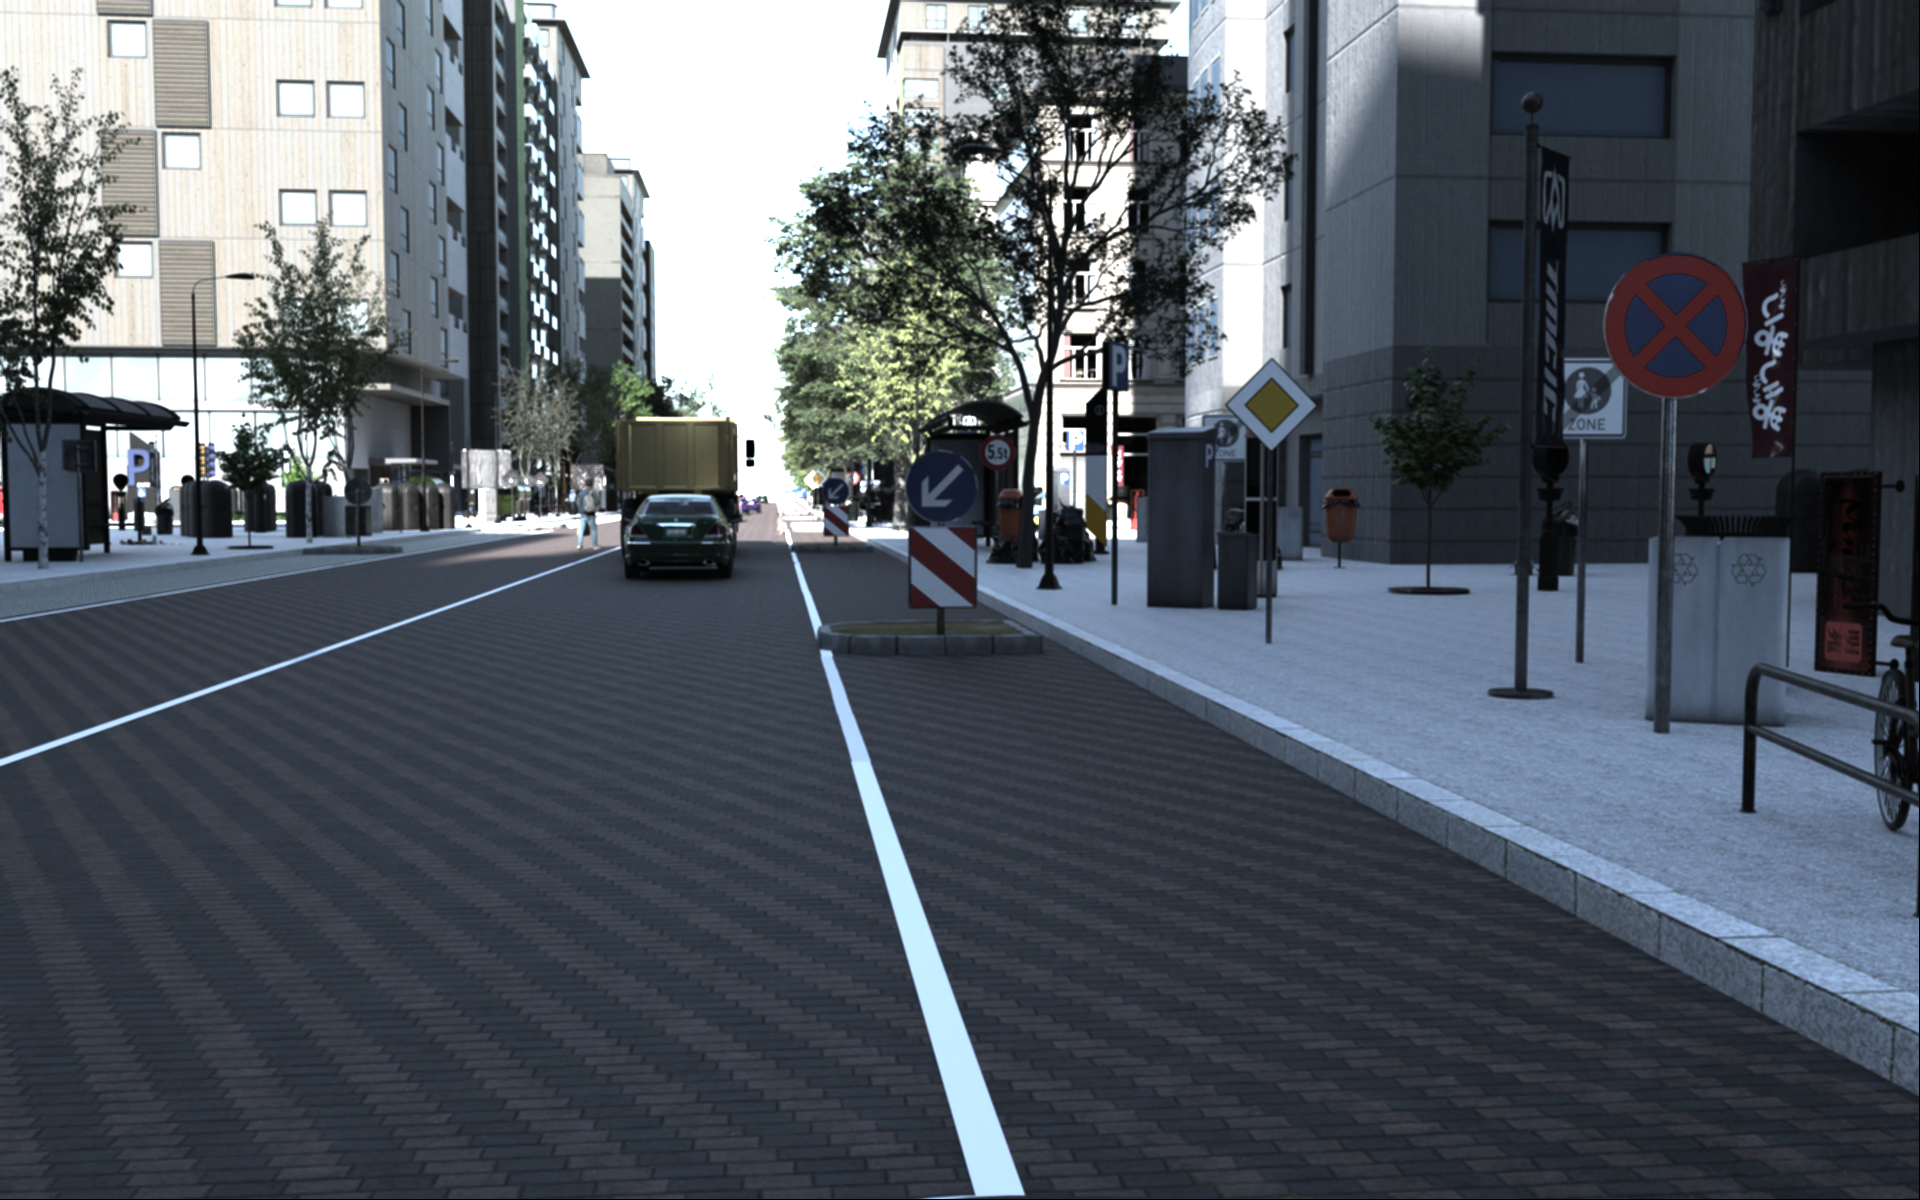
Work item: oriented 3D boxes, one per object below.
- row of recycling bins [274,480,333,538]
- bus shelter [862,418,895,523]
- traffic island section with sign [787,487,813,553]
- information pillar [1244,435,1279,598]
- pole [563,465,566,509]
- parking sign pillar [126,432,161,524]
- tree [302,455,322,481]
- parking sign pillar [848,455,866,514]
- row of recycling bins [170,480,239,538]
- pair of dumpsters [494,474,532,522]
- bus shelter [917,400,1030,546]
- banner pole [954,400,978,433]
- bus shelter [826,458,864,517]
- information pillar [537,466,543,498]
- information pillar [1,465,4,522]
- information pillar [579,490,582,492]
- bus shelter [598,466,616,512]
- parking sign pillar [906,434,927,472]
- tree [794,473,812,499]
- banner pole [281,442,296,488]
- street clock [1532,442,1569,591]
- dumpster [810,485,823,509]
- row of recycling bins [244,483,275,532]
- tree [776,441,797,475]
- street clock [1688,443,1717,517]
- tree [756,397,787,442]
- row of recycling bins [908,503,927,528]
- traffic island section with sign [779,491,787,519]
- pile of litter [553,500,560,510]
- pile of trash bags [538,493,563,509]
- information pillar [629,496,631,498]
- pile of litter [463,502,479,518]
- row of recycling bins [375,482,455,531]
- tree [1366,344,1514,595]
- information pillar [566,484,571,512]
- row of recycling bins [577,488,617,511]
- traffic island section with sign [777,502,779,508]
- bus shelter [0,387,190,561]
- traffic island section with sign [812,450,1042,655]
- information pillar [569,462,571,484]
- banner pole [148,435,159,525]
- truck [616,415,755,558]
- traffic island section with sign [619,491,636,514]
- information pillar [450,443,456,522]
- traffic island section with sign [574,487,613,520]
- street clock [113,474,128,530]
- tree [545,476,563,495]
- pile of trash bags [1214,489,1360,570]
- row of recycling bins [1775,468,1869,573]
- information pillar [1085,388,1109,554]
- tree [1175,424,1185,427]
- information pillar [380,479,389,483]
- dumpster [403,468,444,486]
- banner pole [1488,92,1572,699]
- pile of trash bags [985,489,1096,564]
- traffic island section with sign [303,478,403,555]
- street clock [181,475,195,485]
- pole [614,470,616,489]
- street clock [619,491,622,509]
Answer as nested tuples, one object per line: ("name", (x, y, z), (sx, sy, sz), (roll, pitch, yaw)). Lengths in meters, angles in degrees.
("row of recycling bins", (-19.864, -2.794, 52.798), (1.069, 1.692, 3.534), (-1, 4, -10))
("bus shelter", (-3.413, -6.320, 80.970), (2.179, 5.291, 8.768), (0, 4, -6))
("traffic island section with sign", (-3.231, -2.115, 43.211), (1.989, 1.847, 2.006), (0, 4, -6))
("information pillar", (3.745, -1.043, 21.541), (0.304, 2.012, 0.304), (-3, 4, -38))
("pole", (-27.535, -7.750, 120.560), (0.158, 3.312, 0.155), (0, 3, 0))
("parking sign pillar", (-35.275, -5.283, 74.845), (1.447, 3.967, 1.447), (0, 4, 6))
("tree", (-28.679, -4.913, 74.932), (1.663, 3.219, 1.824), (0, 3, 0))
("parking sign pillar", (-6.672, -7.475, 110.687), (1.447, 3.967, 1.447), (3, 5, 44))
("row of recycling bins", (-22.769, -2.755, 52.163), (1.069, 1.692, 3.534), (-2, 4, -35))
("pair of dumpsters", (-21.443, -4.886, 82.384), (1.574, 2.255, 4.437), (0, 4, -6))
("bus shelter", (0.245, -2.822, 40.058), (2.014, 3.302, 5.546), (0, 4, -6))
("banner pole", (0.111, -3.429, 46.081), (0.863, 3.779, 0.401), (-2, 4, -24))
("bus shelter", (-6.677, -6.503, 100.248), (2.014, 3.302, 5.546), (0, 4, -6))
("information pillar", (-34.189, -9.158, 141.088), (0.504, 3.616, 0.183), (-1, 4, -19))
("information pillar", (-23.724, -2.375, 43.327), (0.304, 2.012, 0.304), (3, 4, 38))
("information pillar", (-32.592, -8.800, 148.371), (0.304, 2.012, 0.304), (3, 4, 37))
("bus shelter", (-25.754, -7.928, 123.538), (2.014, 3.302, 5.546), (0, 4, -6))
("parking sign pillar", (-1.583, -4.801, 66.965), (1.447, 3.967, 1.447), (1, 4, 15))
("tree", (-21.024, -15.525, 237.554), (4.285, 4.588, 4.351), (0, 3, 0))
("banner pole", (-32.487, -5.748, 83.990), (0.863, 3.779, 0.401), (-1, 4, -8))
("street clock", (7.816, -1.125, 22.966), (0.471, 2.002, 0.358), (-2, 4, -33))
("dumpster", (-12.151, -8.957, 148.932), (1.502, 2.255, 1.985), (0, 4, -6))
("row of recycling bins", (-24.479, -3.272, 60.607), (1.069, 1.692, 3.534), (-1, 4, -20))
("tree", (-27.016, -23.441, 293.636), (12.009, 13.543, 11.850), (0, 3, 0))
("street clock", (10.527, -1.225, 24.604), (0.358, 2.002, 0.471), (3, 5, 45))
("tree", (-25.559, -25.373, 270.742), (12.611, 20.169, 13.585), (0, 3, 0))
("row of recycling bins", (-0.809, -2.546, 48.741), (1.069, 1.692, 3.534), (1, 4, 10))
("traffic island section with sign", (-9.157, -5.496, 98.486), (1.989, 1.847, 2.006), (0, 4, -6))
("pile of litter", (-32.227, -7.634, 138.781), (1.719, 0.858, 1.176), (1, 4, 16))
("pile of trash bags", (-31.353, -7.398, 130.717), (3.447, 1.369, 1.912), (0, 4, 2))
("information pillar", (-27.848, -9.499, 146.655), (0.183, 3.616, 0.504), (-3, 5, -43))
("pile of litter", (-25.756, -4.785, 92.200), (1.176, 0.858, 1.719), (3, 5, 41))
("row of recycling bins", (-19.476, -3.360, 62.050), (1.069, 1.692, 3.534), (2, 4, 28))
("tree", (6.034, -1.710, 22.560), (1.663, 3.219, 1.824), (0, 3, 0))
("information pillar", (-27.970, -7.285, 123.599), (0.304, 2.012, 0.304), (-2, 4, -33))
("row of recycling bins", (-27.097, -7.390, 127.947), (3.534, 1.692, 1.069), (0, 4, -5))
("traffic island section with sign", (-12.028, -7.135, 125.289), (1.989, 1.847, 2.006), (0, 4, -6))
("bus shelter", (-17.719, -2.541, 35.477), (2.014, 3.302, 5.546), (0, 4, -6))
("traffic island section with sign", (-0.352, -0.476, 16.410), (1.989, 1.847, 2.006), (0, 4, -6))
("information pillar", (-28.224, -8.250, 126.248), (0.504, 3.616, 0.183), (-2, 4, -32))
("banner pole", (-33.780, -5.054, 72.651), (0.401, 3.779, 0.863), (0, 4, 3))
("truck", (-6.765, -2.850, 42.529), (3.469, 3.379, 9.791), (0, 4, -7))
("traffic island section with sign", (-23.378, -7.058, 124.019), (1.989, 1.847, 2.006), (0, 4, -6))
("information pillar", (-23.082, -5.345, 78.751), (0.183, 3.616, 0.504), (-1, 4, -12))
("traffic island section with sign", (-20.452, -5.387, 96.709), (1.989, 1.847, 2.006), (0, 4, -6))
("street clock", (-29.805, -3.484, 61.542), (0.471, 2.002, 0.358), (-2, 4, -33))
("tree", (-34.190, -9.334, 147.218), (1.663, 3.219, 1.824), (0, 3, 0))
("pile of trash bags", (5.164, -1.241, 30.042), (3.447, 1.369, 1.912), (1, 4, 10))
("row of recycling bins", (15.014, -1.265, 27.798), (3.534, 1.692, 1.069), (2, 4, 30))
("information pillar", (2.926, -2.792, 37.008), (0.504, 3.616, 0.183), (2, 4, 28))
("tree", (9.360, -4.864, 63.238), (4.285, 4.588, 4.351), (0, 3, 0))
("information pillar", (-27.185, -4.731, 81.837), (0.304, 2.012, 0.304), (-3, 5, -45))
("dumpster", (-20.082, -3.813, 64.842), (1.502, 2.255, 1.985), (0, 4, -6))
("banner pole", (3.715, -1.288, 11.080), (0.401, 3.779, 0.863), (3, 5, 40))
("pile of trash bags", (1.354, -1.364, 32.058), (1.912, 1.369, 3.447), (1, 4, 17))
("traffic island section with sign", (-14.549, -2.021, 41.679), (1.989, 1.847, 2.006), (0, 4, -6))
("street clock", (-29.181, -3.726, 65.495), (0.471, 2.002, 0.358), (-1, 4, -23))
("pole", (-29.032, -9.285, 145.653), (0.158, 3.312, 0.155), (0, 3, 0))
("street clock", (-28.756, -8.709, 146.962), (0.471, 2.002, 0.358), (-1, 4, -12))
